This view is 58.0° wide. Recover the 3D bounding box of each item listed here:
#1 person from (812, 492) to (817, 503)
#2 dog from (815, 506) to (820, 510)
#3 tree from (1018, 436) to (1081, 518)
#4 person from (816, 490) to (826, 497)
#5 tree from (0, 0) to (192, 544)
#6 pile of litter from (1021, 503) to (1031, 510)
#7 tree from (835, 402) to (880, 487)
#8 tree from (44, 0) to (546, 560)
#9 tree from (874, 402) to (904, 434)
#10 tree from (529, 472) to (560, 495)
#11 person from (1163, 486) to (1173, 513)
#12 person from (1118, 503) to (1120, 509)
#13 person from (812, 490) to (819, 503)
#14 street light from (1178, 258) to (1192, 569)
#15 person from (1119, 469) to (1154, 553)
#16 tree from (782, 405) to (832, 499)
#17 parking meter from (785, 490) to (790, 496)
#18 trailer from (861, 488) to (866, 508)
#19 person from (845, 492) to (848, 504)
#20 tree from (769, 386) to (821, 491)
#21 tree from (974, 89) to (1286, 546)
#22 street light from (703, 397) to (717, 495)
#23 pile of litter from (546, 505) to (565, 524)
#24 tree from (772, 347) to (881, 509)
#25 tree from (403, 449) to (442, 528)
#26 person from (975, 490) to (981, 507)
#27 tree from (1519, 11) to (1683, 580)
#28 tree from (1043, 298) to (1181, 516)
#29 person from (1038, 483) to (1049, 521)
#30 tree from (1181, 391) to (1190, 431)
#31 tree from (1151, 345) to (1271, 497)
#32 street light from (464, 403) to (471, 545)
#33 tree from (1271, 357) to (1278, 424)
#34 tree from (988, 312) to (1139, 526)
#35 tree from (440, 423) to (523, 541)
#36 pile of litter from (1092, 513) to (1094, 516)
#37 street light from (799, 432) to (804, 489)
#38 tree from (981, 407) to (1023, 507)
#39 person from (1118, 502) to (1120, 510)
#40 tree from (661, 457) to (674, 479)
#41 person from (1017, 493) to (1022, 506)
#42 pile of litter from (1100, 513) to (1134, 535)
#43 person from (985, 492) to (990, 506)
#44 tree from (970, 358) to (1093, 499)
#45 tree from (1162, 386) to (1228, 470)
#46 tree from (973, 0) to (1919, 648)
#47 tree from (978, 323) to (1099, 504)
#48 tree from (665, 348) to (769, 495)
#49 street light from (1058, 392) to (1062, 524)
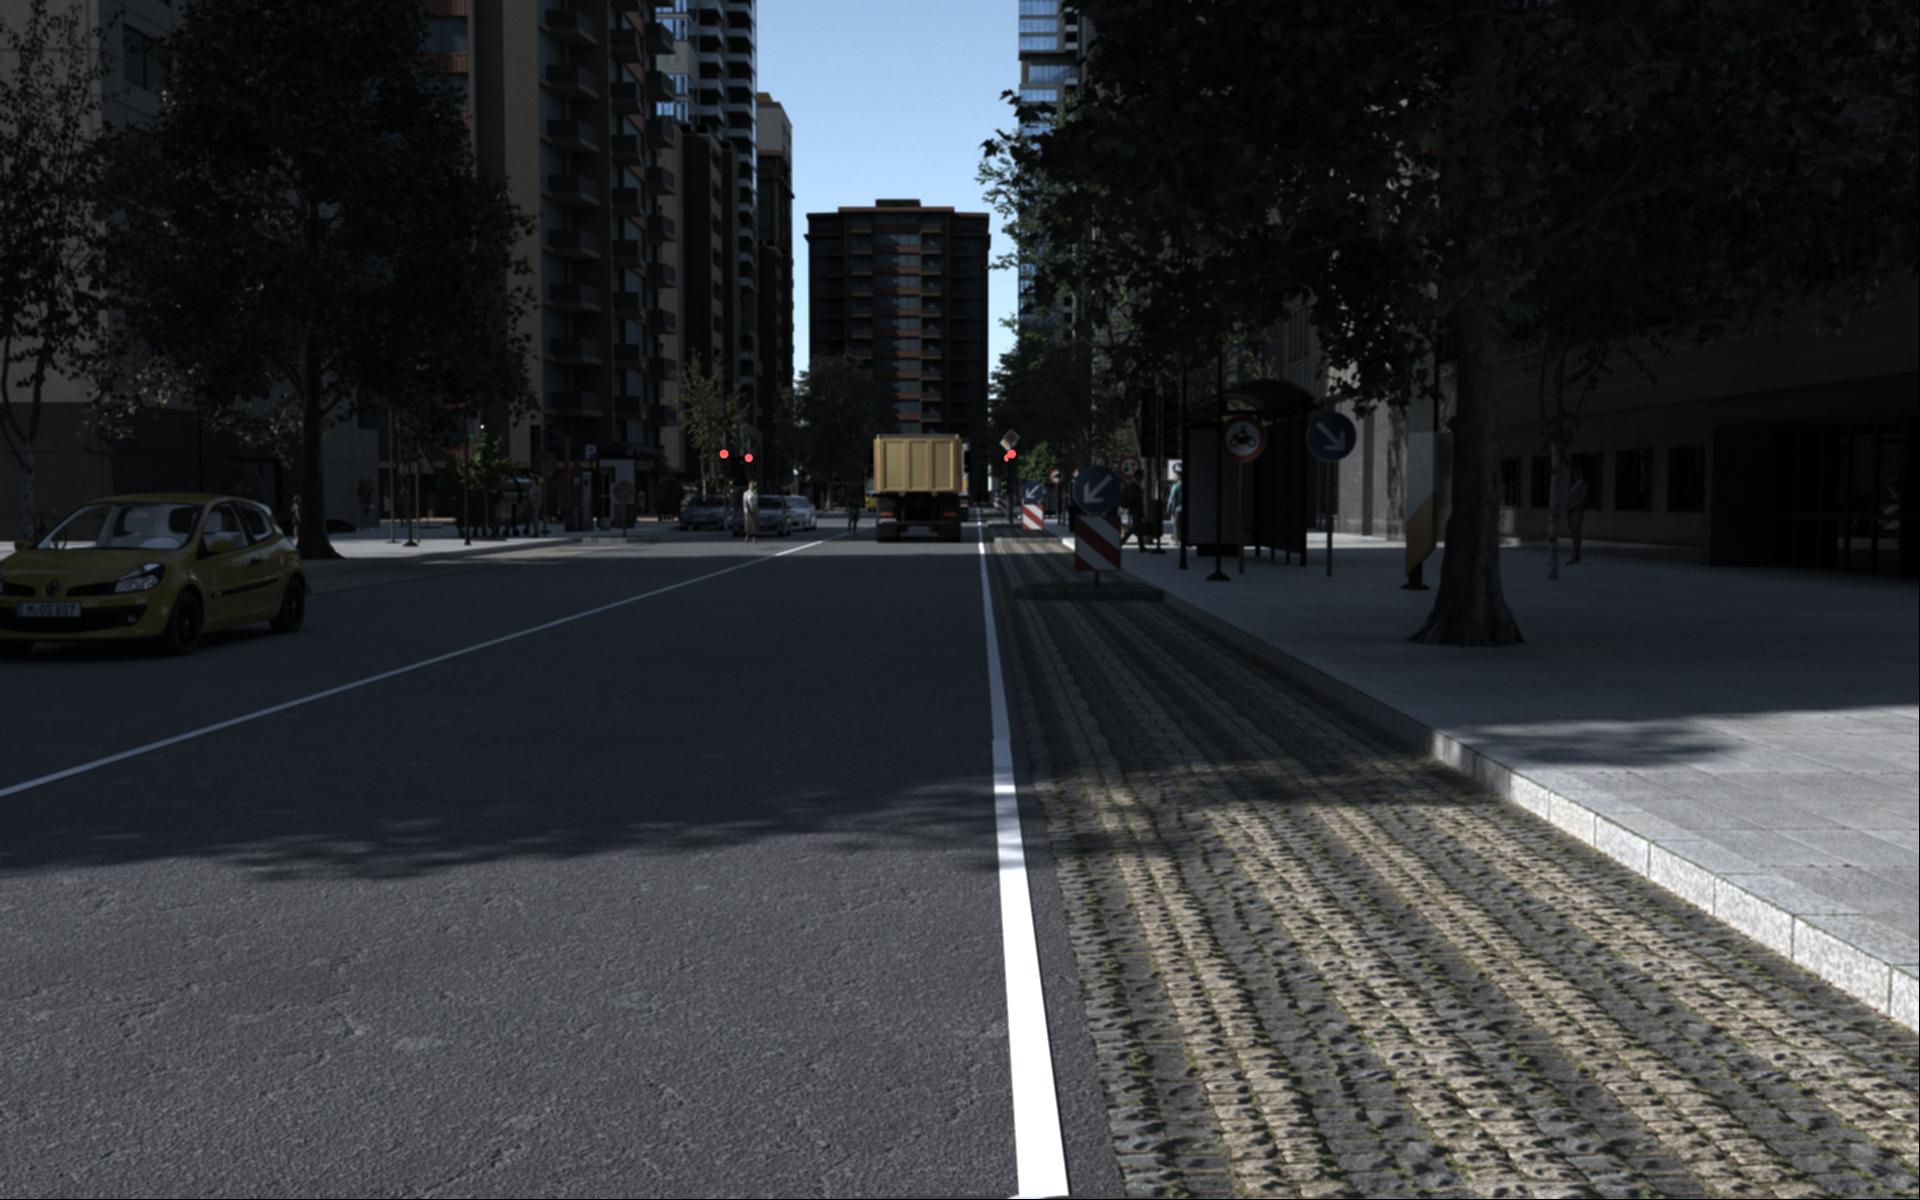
[{"bbox_3d":[-19.755,-13.988,238.033,1.217,1.723,0.721,-2,4,-29],"label":"person"},{"bbox_3d":[-11.302,-7.306,137.195,0.748,0.427,0.550,0,4,3],"label":"dog"},{"bbox_3d":[4.918,-6.714,93.486,4.285,4.588,4.351,0,3,0],"label":"tree"},{"bbox_3d":[-16.874,-12.441,209.416,1.348,1.831,0.705,-1,4,-14],"label":"person"},{"bbox_3d":[-13.381,-4.558,24.879,4.360,8.622,3.978,0,3,0],"label":"tree"},{"bbox_3d":[5.354,-7.627,138.672,1.719,0.858,1.176,0,4,-1],"label":"pile of litter"},{"bbox_3d":[-12.013,-16.561,188.891,7.486,12.596,7.792,0,3,0],"label":"tree"},{"bbox_3d":[-12.666,-7.148,33.877,9.611,12.733,9.660,0,3,0],"label":"tree"},{"bbox_3d":[-10.780,-19.608,230.956,12.009,13.543,11.850,0,3,0],"label":"tree"},{"bbox_3d":[-20.316,-5.535,85.103,1.663,3.219,1.824,0,3,0],"label":"tree"},{"bbox_3d":[13.319,-6.448,111.458,0.713,1.824,0.794,-2,4,-29],"label":"person"},{"bbox_3d":[13.346,-8.545,145.850,0.679,1.850,0.850,2,4,25],"label":"person"},{"bbox_3d":[-19.336,-13.728,230.120,1.348,1.869,0.705,0,4,0],"label":"person"},{"bbox_3d":[3.824,-3.468,29.495,0.468,5.910,1.993,0,4,1],"label":"street light"},{"bbox_3d":[3.825,-1.951,37.914,0.822,1.834,0.622,0,4,8],"label":"person"},{"bbox_3d":[-12.204,-11.642,140.702,4.360,8.622,3.978,0,3,0],"label":"tree"},{"bbox_3d":[-11.591,-6.614,116.546,0.372,1.533,0.369,0,3,0],"label":"parking meter"},{"bbox_3d":[-9.244,-10.285,175.201,1.471,1.999,3.904,0,4,1],"label":"trailer"},{"bbox_3d":[-14.652,-13.245,223.049,0.683,1.767,0.568,-3,4,-37],"label":"person"},{"bbox_3d":[-11.670,-10.268,118.247,4.737,8.622,4.395,0,3,0],"label":"tree"},{"bbox_3d":[4.539,-7.193,43.353,9.928,11.665,9.643,0,3,0],"label":"tree"},{"bbox_3d":[-11.941,-6.721,82.683,0.468,5.910,1.993,0,4,1],"label":"street light"},{"bbox_3d":[-16.999,-3.676,74.060,1.719,0.858,1.176,3,5,40],"label":"pile of litter"},{"bbox_3d":[-11.415,-14.884,150.014,9.857,13.997,8.962,0,3,0],"label":"tree"},{"bbox_3d":[-20.159,-4.340,65.559,1.663,3.219,1.824,0,3,0],"label":"tree"},{"bbox_3d":[2.031,-11.190,191.416,0.705,1.831,1.348,2,4,29],"label":"person"},{"bbox_3d":[9.110,-4.605,25.658,4.360,8.622,3.978,0,3,0],"label":"tree"},{"bbox_3d":[4.793,-6.813,61.752,4.360,8.622,3.978,0,3,0],"label":"tree"},{"bbox_3d":[3.981,-4.701,83.092,0.537,1.800,0.526,1,4,9],"label":"person"},{"bbox_3d":[10.642,-8.692,92.477,4.360,8.622,3.978,0,3,0],"label":"tree"},{"bbox_3d":[9.511,-7.228,68.545,4.737,8.622,4.395,0,3,0],"label":"tree"},{"bbox_3d":[-12.359,-4.312,43.290,0.468,5.910,1.993,0,4,1],"label":"street light"},{"bbox_3d":[15.924,-8.738,93.222,4.737,8.622,4.395,0,3,0],"label":"tree"},{"bbox_3d":[3.941,-7.245,68.825,4.737,8.622,4.395,0,3,0],"label":"tree"},{"bbox_3d":[-13.092,-3.244,47.647,1.663,3.219,1.824,0,3,0],"label":"tree"},{"bbox_3d":[5.101,-3.100,64.658,1.719,0.858,1.176,1,4,23],"label":"pile of litter"},{"bbox_3d":[-11.480,-9.413,126.689,0.468,5.910,1.993,0,4,1],"label":"street light"},{"bbox_3d":[6.528,-15.745,191.843,8.767,10.594,7.601,1,4,23],"label":"tree"},{"bbox_3d":[12.818,-8.283,141.597,0.853,1.813,0.709,-2,4,-23],"label":"person"},{"bbox_3d":[-22.324,-8.664,125.372,4.285,4.588,4.351,0,3,0],"label":"tree"},{"bbox_3d":[6.385,-11.105,188.059,0.568,1.767,0.683,2,4,25],"label":"person"},{"bbox_3d":[5.522,-2.528,55.304,1.719,0.858,1.176,-3,4,-36],"label":"pile of litter"},{"bbox_3d":[3.117,-11.293,193.960,1.217,1.723,0.721,2,4,34],"label":"person"},{"bbox_3d":[5.892,-14.301,144.186,12.009,13.543,11.850,0,3,0],"label":"tree"},{"bbox_3d":[19.633,-12.615,140.663,7.601,10.594,8.767,2,4,33],"label":"tree"},{"bbox_3d":[4.516,-5.977,14.738,9.611,12.733,9.660,0,3,0],"label":"tree"},{"bbox_3d":[5.535,-12.063,115.353,7.486,12.596,7.792,0,3,0],"label":"tree"},{"bbox_3d":[-12.791,-8.432,88.221,4.737,8.622,4.395,0,3,0],"label":"tree"},{"bbox_3d":[4.223,-6.151,73.354,0.468,5.910,1.993,0,4,1],"label":"street light"}]
